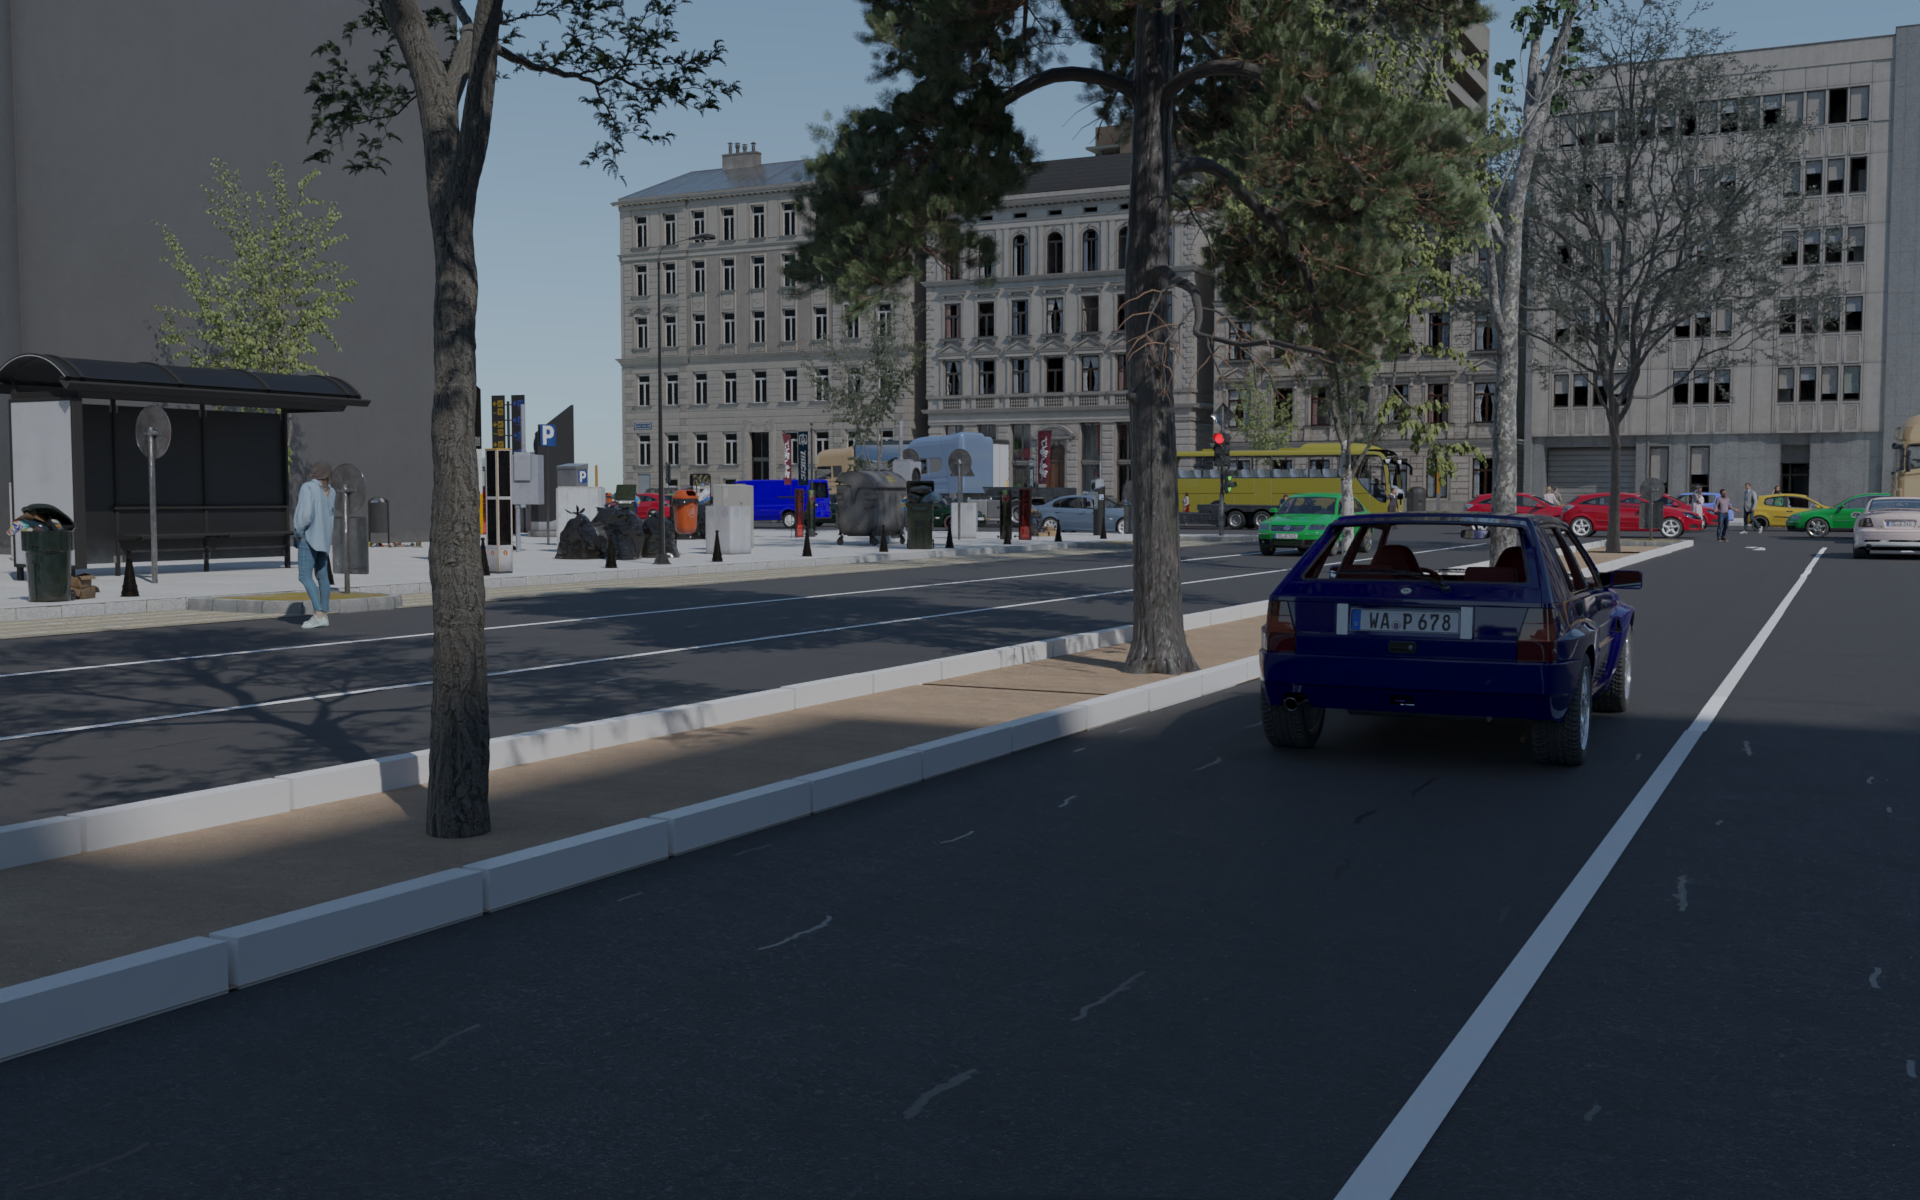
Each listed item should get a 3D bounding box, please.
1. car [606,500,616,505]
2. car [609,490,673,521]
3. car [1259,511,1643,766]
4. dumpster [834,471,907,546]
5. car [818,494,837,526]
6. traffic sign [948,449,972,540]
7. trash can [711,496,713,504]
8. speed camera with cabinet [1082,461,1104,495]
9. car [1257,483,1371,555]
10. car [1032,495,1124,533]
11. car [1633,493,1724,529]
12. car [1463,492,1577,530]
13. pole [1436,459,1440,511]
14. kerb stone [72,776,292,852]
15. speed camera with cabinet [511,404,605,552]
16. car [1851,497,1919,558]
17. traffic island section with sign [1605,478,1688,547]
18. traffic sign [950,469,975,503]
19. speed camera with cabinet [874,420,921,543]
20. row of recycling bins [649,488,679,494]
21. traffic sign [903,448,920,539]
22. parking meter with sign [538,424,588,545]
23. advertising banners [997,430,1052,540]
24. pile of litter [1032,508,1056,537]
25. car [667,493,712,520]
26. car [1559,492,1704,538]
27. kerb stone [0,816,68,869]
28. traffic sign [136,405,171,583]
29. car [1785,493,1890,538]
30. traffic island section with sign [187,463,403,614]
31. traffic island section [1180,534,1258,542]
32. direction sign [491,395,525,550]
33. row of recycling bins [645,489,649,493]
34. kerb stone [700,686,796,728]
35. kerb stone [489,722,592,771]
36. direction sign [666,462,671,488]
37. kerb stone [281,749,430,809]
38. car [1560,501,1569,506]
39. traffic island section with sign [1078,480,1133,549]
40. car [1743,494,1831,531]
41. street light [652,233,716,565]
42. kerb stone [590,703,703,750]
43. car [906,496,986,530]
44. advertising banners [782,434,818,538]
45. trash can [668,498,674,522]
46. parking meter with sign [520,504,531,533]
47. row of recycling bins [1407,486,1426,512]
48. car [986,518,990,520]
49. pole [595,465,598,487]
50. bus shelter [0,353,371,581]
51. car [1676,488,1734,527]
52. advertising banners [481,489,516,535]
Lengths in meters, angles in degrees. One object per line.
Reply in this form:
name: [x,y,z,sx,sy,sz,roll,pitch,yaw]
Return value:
car: [-19.224,-5.596,101.277,4.222,1.686,2.009,2,4,29]
car: [-15.872,-4.726,86.311,4.494,1.783,2.155,2,4,28]
car: [3.122,0.116,10.684,1.945,1.354,3.894,2,4,26]
dumpster: [-2.241,-2.322,43.719,1.264,1.857,1.865,2,4,28]
car: [-5.671,-4.073,76.383,4.222,1.686,2.009,2,4,29]
traffic sign: [-0.024,-2.961,48.523,0.768,2.556,0.104,2,4,30]
trash can: [-15.177,-5.871,107.650,0.748,1.137,0.748,0,3,0]
speed camera with cabinet: [8.101,-6.801,105.525,0.660,3.252,2.038,-1,4,-19]
car: [8.564,-2.001,41.511,1.959,1.807,4.718,2,4,29]
car: [4.620,-2.919,59.727,4.499,1.417,2.014,2,4,27]
car: [27.611,-3.613,68.110,4.494,1.783,2.155,2,4,27]
car: [20.047,-3.197,61.314,4.494,1.783,2.155,2,4,26]
pole: [24.288,-5.753,87.912,0.158,3.312,0.155,0,3,0]
kerb stone: [-3.291,0.908,7.352,0.120,0.150,1.000,2,4,27]
speed camera with cabinet: [-8.944,-2.697,38.432,2.038,3.252,0.660,0,4,1]
car: [21.445,-1.657,39.456,2.083,1.381,4.827,2,4,29]
traffic island section with sign: [19.048,-2.432,47.892,2.006,1.907,1.989,2,4,27]
traffic sign: [0.053,-3.204,52.390,0.884,2.594,0.081,2,4,32]
speed camera with cabinet: [-1.697,-3.149,45.825,0.660,3.252,2.038,2,4,24]
row of recycling bins: [-18.895,-6.420,112.072,1.069,1.692,3.534,1,4,8]
traffic sign: [-1.437,-2.947,48.290,0.768,2.556,0.104,3,4,37]
parking meter with sign: [-9.610,-2.855,42.941,1.738,3.016,0.543,2,4,30]
advertising banners: [1.793,-3.177,48.139,0.090,3.025,2.074,-3,5,-44]
pile of litter: [2.539,-2.382,52.915,1.176,0.858,1.719,3,4,36]
car: [-15.335,-5.293,95.331,4.718,1.807,1.959,2,4,27]
car: [22.202,-2.953,57.320,4.494,1.783,2.155,2,4,26]
kerb stone: [-3.766,0.965,6.441,0.120,0.150,1.000,2,4,27]
traffic sign: [-11.566,-1.511,24.805,0.768,2.556,0.104,2,4,29]
car: [29.420,-2.901,56.229,4.718,1.807,1.959,2,4,28]
traffic island section with sign: [-8.132,-0.793,21.588,1.989,1.847,2.006,2,4,27]
traffic island section: [8.029,-1.900,53.344,2.009,0.180,2.903,2,4,27]
direction sign: [-10.324,-2.915,39.662,0.876,3.537,0.379,1,4,20]
row of recycling bins: [-21.049,-6.820,118.618,1.069,1.692,3.534,-1,4,-9]
kerb stone: [-1.381,0.690,11.020,0.120,0.150,1.000,2,4,27]
kerb stone: [-2.338,0.796,9.187,0.120,0.150,1.000,2,4,27]
direction sign: [-20.707,-8.011,122.971,0.379,3.537,0.876,-2,4,-30]
kerb stone: [-2.827,0.851,8.280,0.120,0.150,1.000,2,4,27]
car: [26.439,-3.842,73.037,3.980,1.641,2.015,2,4,28]
traffic island section with sign: [4.417,-2.265,45.666,1.989,1.847,2.006,2,4,27]
car: [32.388,-3.458,66.756,3.980,1.641,2.015,2,4,26]
street light: [-4.968,-3.588,31.199,1.470,5.913,1.316,2,4,27]
kerb stone: [-1.860,0.744,10.109,0.120,0.150,1.000,2,4,27]
car: [-1.034,-3.523,67.394,4.222,1.686,2.009,2,4,28]
advertising banners: [-4.727,-3.355,51.048,0.090,3.025,2.074,2,4,23]
trash can: [-9.958,-3.031,61.214,0.748,1.137,0.748,0,3,0]
parking meter with sign: [-13.902,-3.704,56.826,1.738,3.016,0.543,3,5,41]
row of recycling bins: [24.777,-5.307,93.884,1.069,1.692,3.534,1,4,12]
car: [-0.456,-4.608,85.569,3.980,1.641,2.015,2,4,27]
pole: [-25.577,-7.831,121.879,0.158,3.312,0.155,0,3,0]
bus shelter: [-12.134,-2.046,27.369,2.014,3.302,5.546,2,4,28]
car: [32.006,-4.070,76.128,3.694,1.707,1.945,2,4,27]
advertising banners: [-15.054,-3.586,54.817,2.074,3.025,0.090,-1,4,-23]
